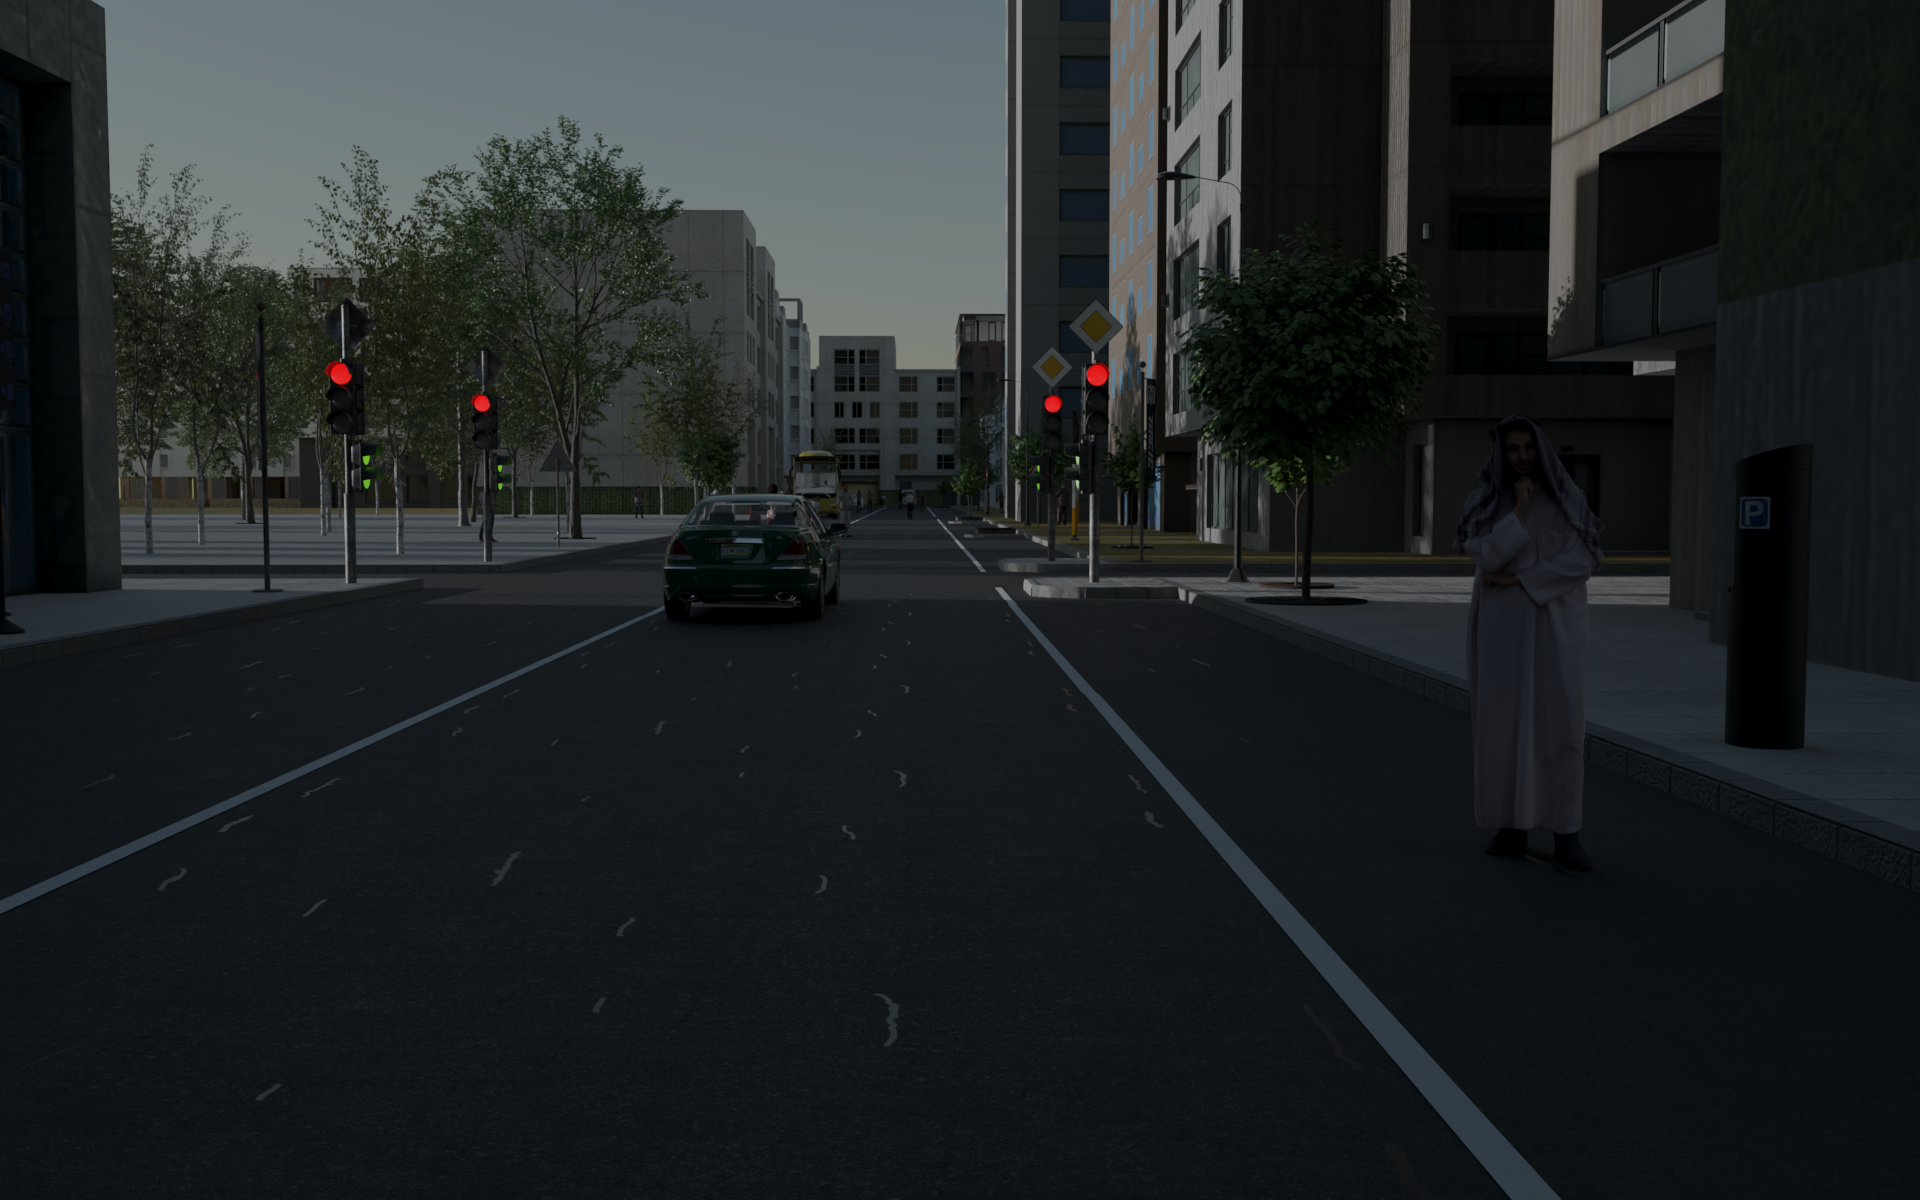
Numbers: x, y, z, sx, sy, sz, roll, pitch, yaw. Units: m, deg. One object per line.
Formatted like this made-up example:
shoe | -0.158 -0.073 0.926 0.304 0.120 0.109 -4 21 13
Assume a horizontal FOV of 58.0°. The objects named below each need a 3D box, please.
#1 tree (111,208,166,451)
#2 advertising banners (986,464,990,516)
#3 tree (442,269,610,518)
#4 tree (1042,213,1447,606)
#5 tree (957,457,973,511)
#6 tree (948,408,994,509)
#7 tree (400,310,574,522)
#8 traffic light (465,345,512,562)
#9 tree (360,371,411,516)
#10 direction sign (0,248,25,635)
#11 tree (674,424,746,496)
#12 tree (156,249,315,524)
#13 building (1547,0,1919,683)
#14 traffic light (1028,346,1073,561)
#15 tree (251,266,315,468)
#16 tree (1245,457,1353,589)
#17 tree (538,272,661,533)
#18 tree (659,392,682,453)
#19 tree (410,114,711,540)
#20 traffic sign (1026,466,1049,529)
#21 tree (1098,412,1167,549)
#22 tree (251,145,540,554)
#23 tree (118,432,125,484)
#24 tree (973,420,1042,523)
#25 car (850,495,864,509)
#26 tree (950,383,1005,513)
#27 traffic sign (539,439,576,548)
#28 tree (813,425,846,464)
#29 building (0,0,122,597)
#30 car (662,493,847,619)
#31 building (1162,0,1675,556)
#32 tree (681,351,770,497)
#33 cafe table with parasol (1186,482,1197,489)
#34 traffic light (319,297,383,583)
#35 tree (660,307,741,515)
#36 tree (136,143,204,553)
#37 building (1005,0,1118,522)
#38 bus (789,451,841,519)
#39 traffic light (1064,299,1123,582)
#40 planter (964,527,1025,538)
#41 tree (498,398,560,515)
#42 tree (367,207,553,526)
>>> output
tree | -31.785 -8.877 63.271 7.486 12.596 7.792 0 3 0
advertising banners | 1.645 -6.434 101.389 0.090 3.025 2.074 0 4 6
tree | -24.286 -11.230 93.973 12.009 13.543 11.850 0 3 0
tree | 4.056 -2.244 20.398 4.285 4.588 4.351 0 3 0
tree | 1.347 -9.076 132.105 4.285 4.588 4.351 0 3 0
tree | 0.976 -11.976 146.172 4.737 8.622 4.395 0 3 0
tree | -21.917 -8.817 78.570 7.601 10.594 8.767 1 4 22
traffic light | -8.945 -2.683 32.784 0.839 4.253 0.868 0 4 -1
tree | -33.850 -9.203 100.839 4.360 8.622 3.978 0 3 0
direction sign | -8.816 -1.458 15.830 0.379 3.537 0.876 0 4 -7
tree | -11.343 -5.816 78.806 4.285 4.588 4.351 0 3 0
tree | -30.630 -9.077 74.172 9.928 11.665 9.643 0 3 0
building | 13.408 -20.300 15.508 14.154 41.232 14.086 0 4 -1
traffic light | 1.733 -2.700 33.072 0.839 4.253 0.868 0 4 -1
tree | -34.957 -10.229 85.368 7.486 12.596 7.792 0 3 0
tree | 4.648 -1.774 23.605 1.663 3.219 1.824 0 3 0
tree | -13.023 -6.525 57.049 4.737 8.622 4.395 0 3 0
tree | -14.458 -8.935 96.453 4.360 8.622 3.978 0 3 0
tree | -11.104 -7.538 48.995 9.928 11.665 9.643 0 3 0
traffic sign | 2.863 -3.891 63.615 0.884 2.594 0.081 0 4 8
tree | 4.100 -2.827 40.822 1.663 3.219 1.824 0 3 0
tree | -12.005 -5.280 36.694 4.737 8.622 4.395 0 3 0
tree | -55.857 -8.019 94.015 20.602 7.101 11.467 -1 4 -15
tree | 3.520 -5.680 76.583 4.285 4.588 4.351 0 3 0
car | -10.156 -9.400 166.054 2.083 1.381 4.827 0 4 -1
tree | 1.451 -10.023 114.242 4.360 8.622 3.978 0 3 0
traffic sign | -9.579 -2.524 41.266 0.884 2.594 0.081 0 4 1
tree | -14.171 -14.351 184.998 4.737 8.622 4.395 0 3 0
building | -26.531 -42.603 9.229 31.000 86.520 22.319 0 4 -1
car | -2.484 -0.582 21.308 2.131 1.459 4.920 0 4 0
building | 12.784 -16.475 41.066 14.107 30.474 14.160 0 4 -1
tree | -11.773 -8.423 88.078 4.360 8.622 3.978 0 3 0
cafe table with parasol | 9.911 -4.261 74.541 2.610 1.966 2.610 3 4 36
traffic light | -8.740 -2.195 24.801 0.839 4.253 0.868 0 4 -1
tree | -10.381 -7.158 67.389 4.737 8.622 4.395 0 3 0
tree | -17.433 -5.324 37.418 4.360 8.622 3.978 0 3 0
building | 12.932 -33.676 92.599 21.231 58.520 28.212 0 4 -1
bus | -8.404 -6.776 102.328 2.896 3.916 12.252 0 4 -3
traffic light | 1.937 -2.212 25.090 0.839 4.253 0.868 0 4 -1
planter | 1.137 -2.251 57.935 1.991 0.319 1.994 0 4 -1
tree | -25.859 -9.414 104.279 4.360 8.622 3.978 0 3 0
tree | -19.739 -9.198 68.519 7.486 12.596 7.792 0 3 0
